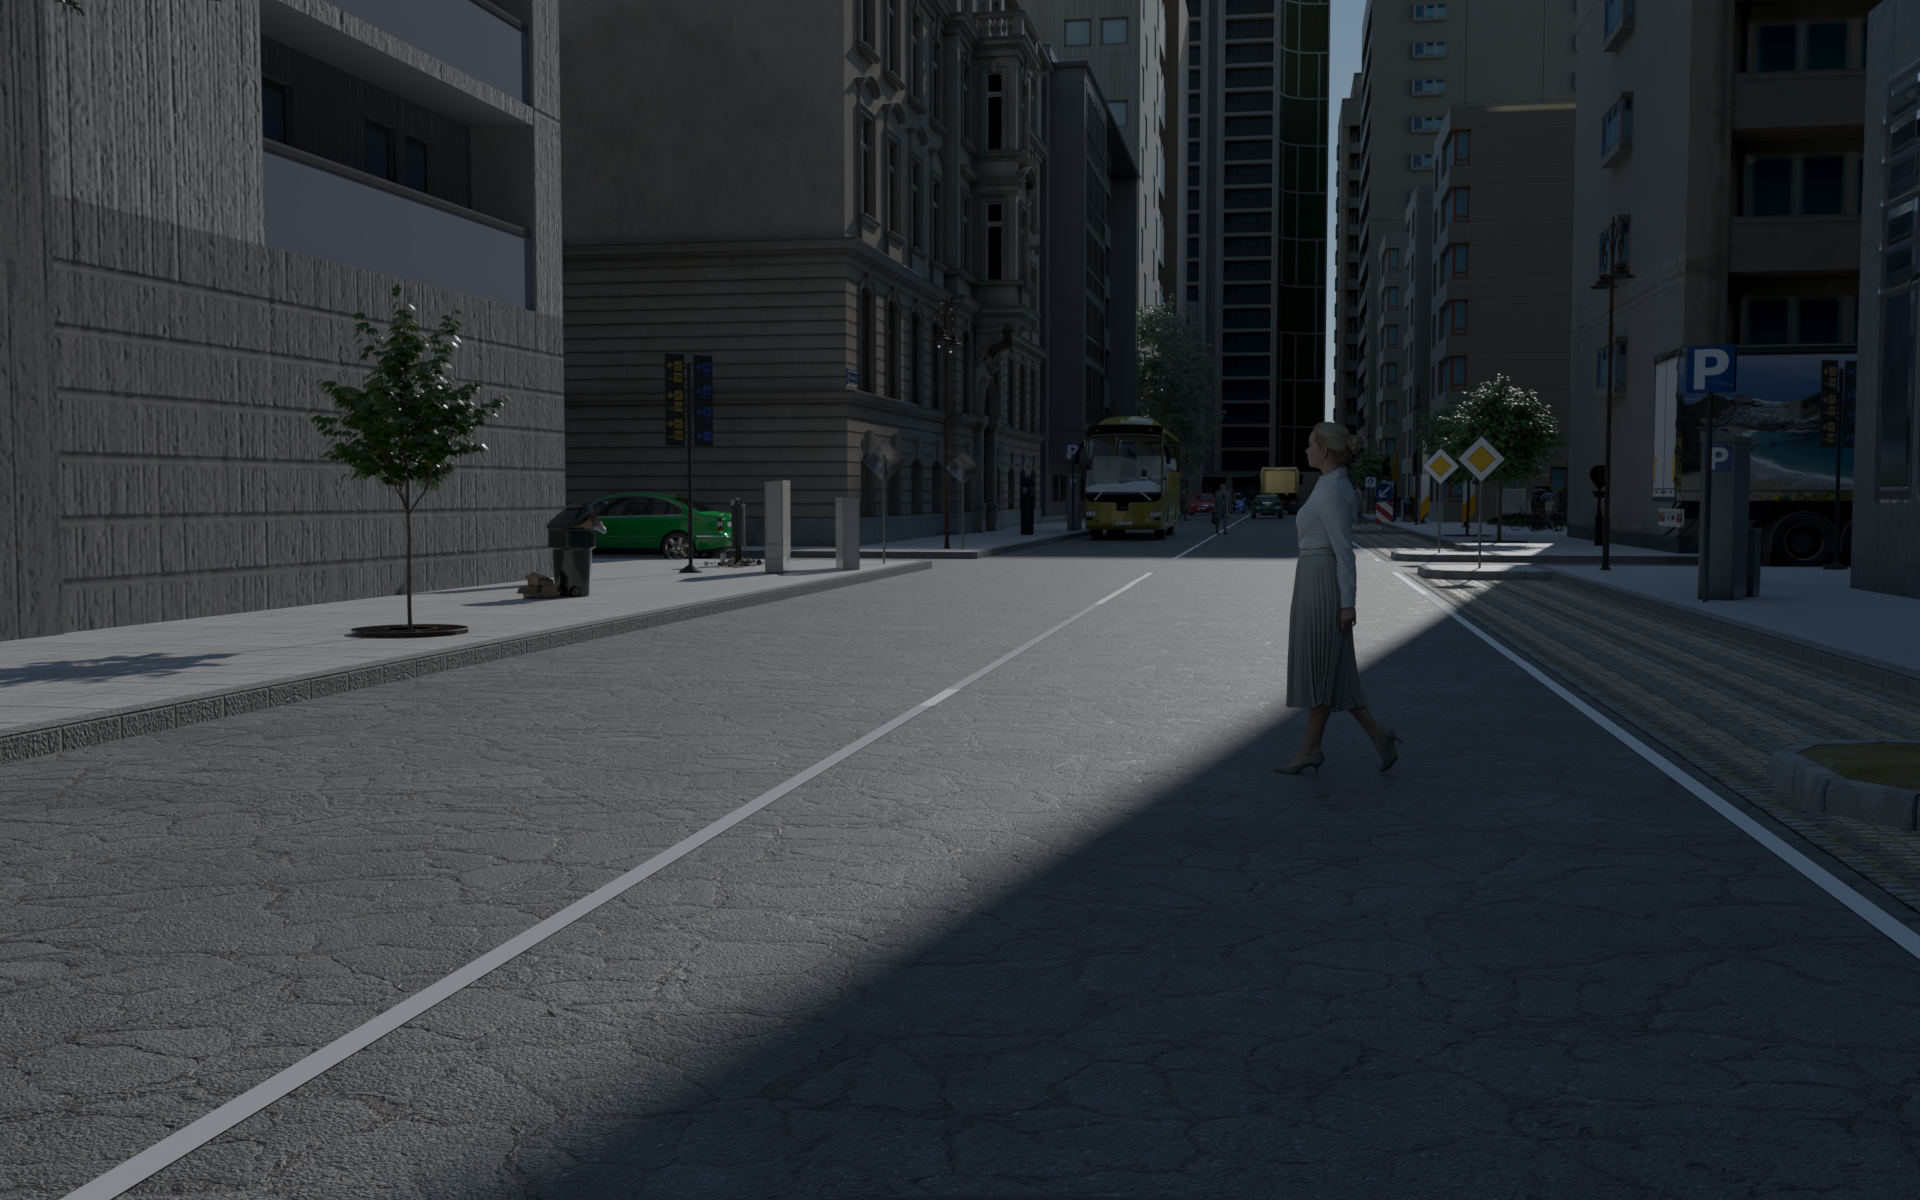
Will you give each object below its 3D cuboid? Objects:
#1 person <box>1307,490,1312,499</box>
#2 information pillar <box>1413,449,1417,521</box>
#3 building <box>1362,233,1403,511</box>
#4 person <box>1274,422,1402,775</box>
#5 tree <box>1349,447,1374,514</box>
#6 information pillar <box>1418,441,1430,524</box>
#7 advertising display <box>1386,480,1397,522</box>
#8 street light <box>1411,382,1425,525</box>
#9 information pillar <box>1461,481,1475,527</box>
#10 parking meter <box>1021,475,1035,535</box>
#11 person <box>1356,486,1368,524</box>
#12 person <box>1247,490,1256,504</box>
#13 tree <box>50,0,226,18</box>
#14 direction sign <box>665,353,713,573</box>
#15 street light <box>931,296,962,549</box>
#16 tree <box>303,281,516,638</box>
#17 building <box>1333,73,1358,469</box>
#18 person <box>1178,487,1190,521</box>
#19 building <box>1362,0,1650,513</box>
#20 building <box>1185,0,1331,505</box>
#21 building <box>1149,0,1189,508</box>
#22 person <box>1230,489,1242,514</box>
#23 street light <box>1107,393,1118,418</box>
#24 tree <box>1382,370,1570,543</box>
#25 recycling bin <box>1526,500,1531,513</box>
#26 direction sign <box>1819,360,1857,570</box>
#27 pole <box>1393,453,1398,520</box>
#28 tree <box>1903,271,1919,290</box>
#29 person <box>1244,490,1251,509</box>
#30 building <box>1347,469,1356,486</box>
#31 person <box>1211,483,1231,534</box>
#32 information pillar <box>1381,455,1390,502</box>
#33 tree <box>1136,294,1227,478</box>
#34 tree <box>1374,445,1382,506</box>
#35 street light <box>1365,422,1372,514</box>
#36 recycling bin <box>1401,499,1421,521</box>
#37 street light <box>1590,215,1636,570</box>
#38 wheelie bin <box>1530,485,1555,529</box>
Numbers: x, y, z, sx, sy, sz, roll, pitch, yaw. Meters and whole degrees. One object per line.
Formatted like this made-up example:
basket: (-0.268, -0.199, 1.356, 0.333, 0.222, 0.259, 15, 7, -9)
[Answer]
person: (34.754, -9.999, 171.989, 0.705, 1.823, 1.348, -1, 4, -10)
information pillar: (21.349, -5.494, 81.174, 0.183, 3.616, 0.504, 2, 4, 32)
building: (44.345, -17.218, 126.560, 27.650, 21.520, 28.899, 1, 4, 11)
person: (1.937, -0.006, 8.823, 0.641, 1.798, 0.478, 2, 4, 25)
tree: (27.231, -7.934, 113.437, 4.285, 4.588, 4.351, 0, 3, 0)
information pillar: (19.930, -5.071, 74.270, 0.504, 3.616, 0.183, -2, 4, -32)
advertising display: (19.966, -4.583, 80.152, 0.123, 1.923, 0.974, 0, 4, -7)
street light: (18.942, -6.052, 71.736, 0.468, 5.910, 1.993, 1, 4, 11)
information pillar: (19.619, -4.613, 66.781, 0.504, 3.616, 0.183, -1, 4, -10)
parking meter: (2.117, -2.972, 54.296, 0.399, 1.863, 0.255, 2, 4, 35)
person: (18.805, -4.463, 81.594, 0.853, 1.813, 0.709, 0, 4, -8)
person: (25.260, -8.602, 149.282, 1.348, 1.807, 0.705, -2, 4, -29)
tree: (-6.486, -4.465, 7.423, 8.767, 10.594, 7.601, 1, 4, 19)
direction sign: (-4.398, -2.213, 28.183, 0.876, 3.537, 0.379, -3, 5, -40)
street light: (-0.305, -4.140, 40.470, 0.468, 5.910, 1.993, 1, 4, 11)
tree: (-5.145, -1.306, 15.950, 1.663, 3.219, 1.824, 0, 3, 0)
building: (54.546, -35.334, 201.405, 21.600, 48.544, 21.300, 1, 4, 11)
person: (11.794, -5.087, 91.637, 0.822, 1.834, 0.622, -1, 4, -15)
building: (46.244, -32.279, 151.464, 21.300, 48.544, 21.600, 1, 4, 11)
building: (32.972, -46.870, 204.581, 20.611, 71.187, 20.563, 1, 4, 11)
building: (12.190, -30.512, 148.975, 14.600, 45.320, 14.200, 1, 4, 11)
person: (19.603, -7.081, 124.376, 1.348, 1.812, 0.705, 1, 4, 18)
street light: (7.021, -6.529, 79.533, 0.468, 5.910, 1.993, 1, 4, 11)
tree: (14.400, -3.803, 45.896, 4.285, 4.588, 4.351, 0, 3, 0)
recycling bin: (25.183, -3.848, 75.476, 0.722, 1.027, 0.722, -3, 5, -41)
direction sign: (14.922, -2.289, 29.415, 0.876, 3.537, 0.379, -1, 4, -21)
pole: (21.347, -5.575, 85.002, 0.158, 3.312, 0.155, 0, 3, 0)
tree: (7.578, -1.636, 10.464, 4.285, 4.588, 4.351, 0, 3, 0)
person: (27.518, -9.521, 164.304, 1.348, 1.807, 0.705, 2, 4, 30)
building: (49.042, -44.858, 171.682, 20.563, 71.187, 20.611, 1, 4, 11)
person: (9.299, -3.236, 61.517, 0.694, 1.812, 0.767, 0, 4, -2)
information pillar: (25.211, -6.799, 102.524, 0.504, 3.616, 0.183, -1, 4, -12)
tree: (11.925, -12.413, 109.615, 9.857, 13.997, 8.962, 0, 3, 0)
tree: (15.387, -4.219, 52.688, 4.285, 4.588, 4.351, 0, 3, 0)
street light: (26.040, -8.414, 110.364, 0.468, 5.910, 1.993, 1, 4, 11)
recycling bin: (21.652, -4.315, 83.101, 0.722, 1.027, 0.722, -1, 4, -19)
street light: (10.886, -3.440, 29.029, 0.468, 5.910, 1.993, 1, 4, 11)
wheelie bin: (21.131, -3.358, 62.810, 0.693, 1.594, 0.980, -3, 4, -37)
